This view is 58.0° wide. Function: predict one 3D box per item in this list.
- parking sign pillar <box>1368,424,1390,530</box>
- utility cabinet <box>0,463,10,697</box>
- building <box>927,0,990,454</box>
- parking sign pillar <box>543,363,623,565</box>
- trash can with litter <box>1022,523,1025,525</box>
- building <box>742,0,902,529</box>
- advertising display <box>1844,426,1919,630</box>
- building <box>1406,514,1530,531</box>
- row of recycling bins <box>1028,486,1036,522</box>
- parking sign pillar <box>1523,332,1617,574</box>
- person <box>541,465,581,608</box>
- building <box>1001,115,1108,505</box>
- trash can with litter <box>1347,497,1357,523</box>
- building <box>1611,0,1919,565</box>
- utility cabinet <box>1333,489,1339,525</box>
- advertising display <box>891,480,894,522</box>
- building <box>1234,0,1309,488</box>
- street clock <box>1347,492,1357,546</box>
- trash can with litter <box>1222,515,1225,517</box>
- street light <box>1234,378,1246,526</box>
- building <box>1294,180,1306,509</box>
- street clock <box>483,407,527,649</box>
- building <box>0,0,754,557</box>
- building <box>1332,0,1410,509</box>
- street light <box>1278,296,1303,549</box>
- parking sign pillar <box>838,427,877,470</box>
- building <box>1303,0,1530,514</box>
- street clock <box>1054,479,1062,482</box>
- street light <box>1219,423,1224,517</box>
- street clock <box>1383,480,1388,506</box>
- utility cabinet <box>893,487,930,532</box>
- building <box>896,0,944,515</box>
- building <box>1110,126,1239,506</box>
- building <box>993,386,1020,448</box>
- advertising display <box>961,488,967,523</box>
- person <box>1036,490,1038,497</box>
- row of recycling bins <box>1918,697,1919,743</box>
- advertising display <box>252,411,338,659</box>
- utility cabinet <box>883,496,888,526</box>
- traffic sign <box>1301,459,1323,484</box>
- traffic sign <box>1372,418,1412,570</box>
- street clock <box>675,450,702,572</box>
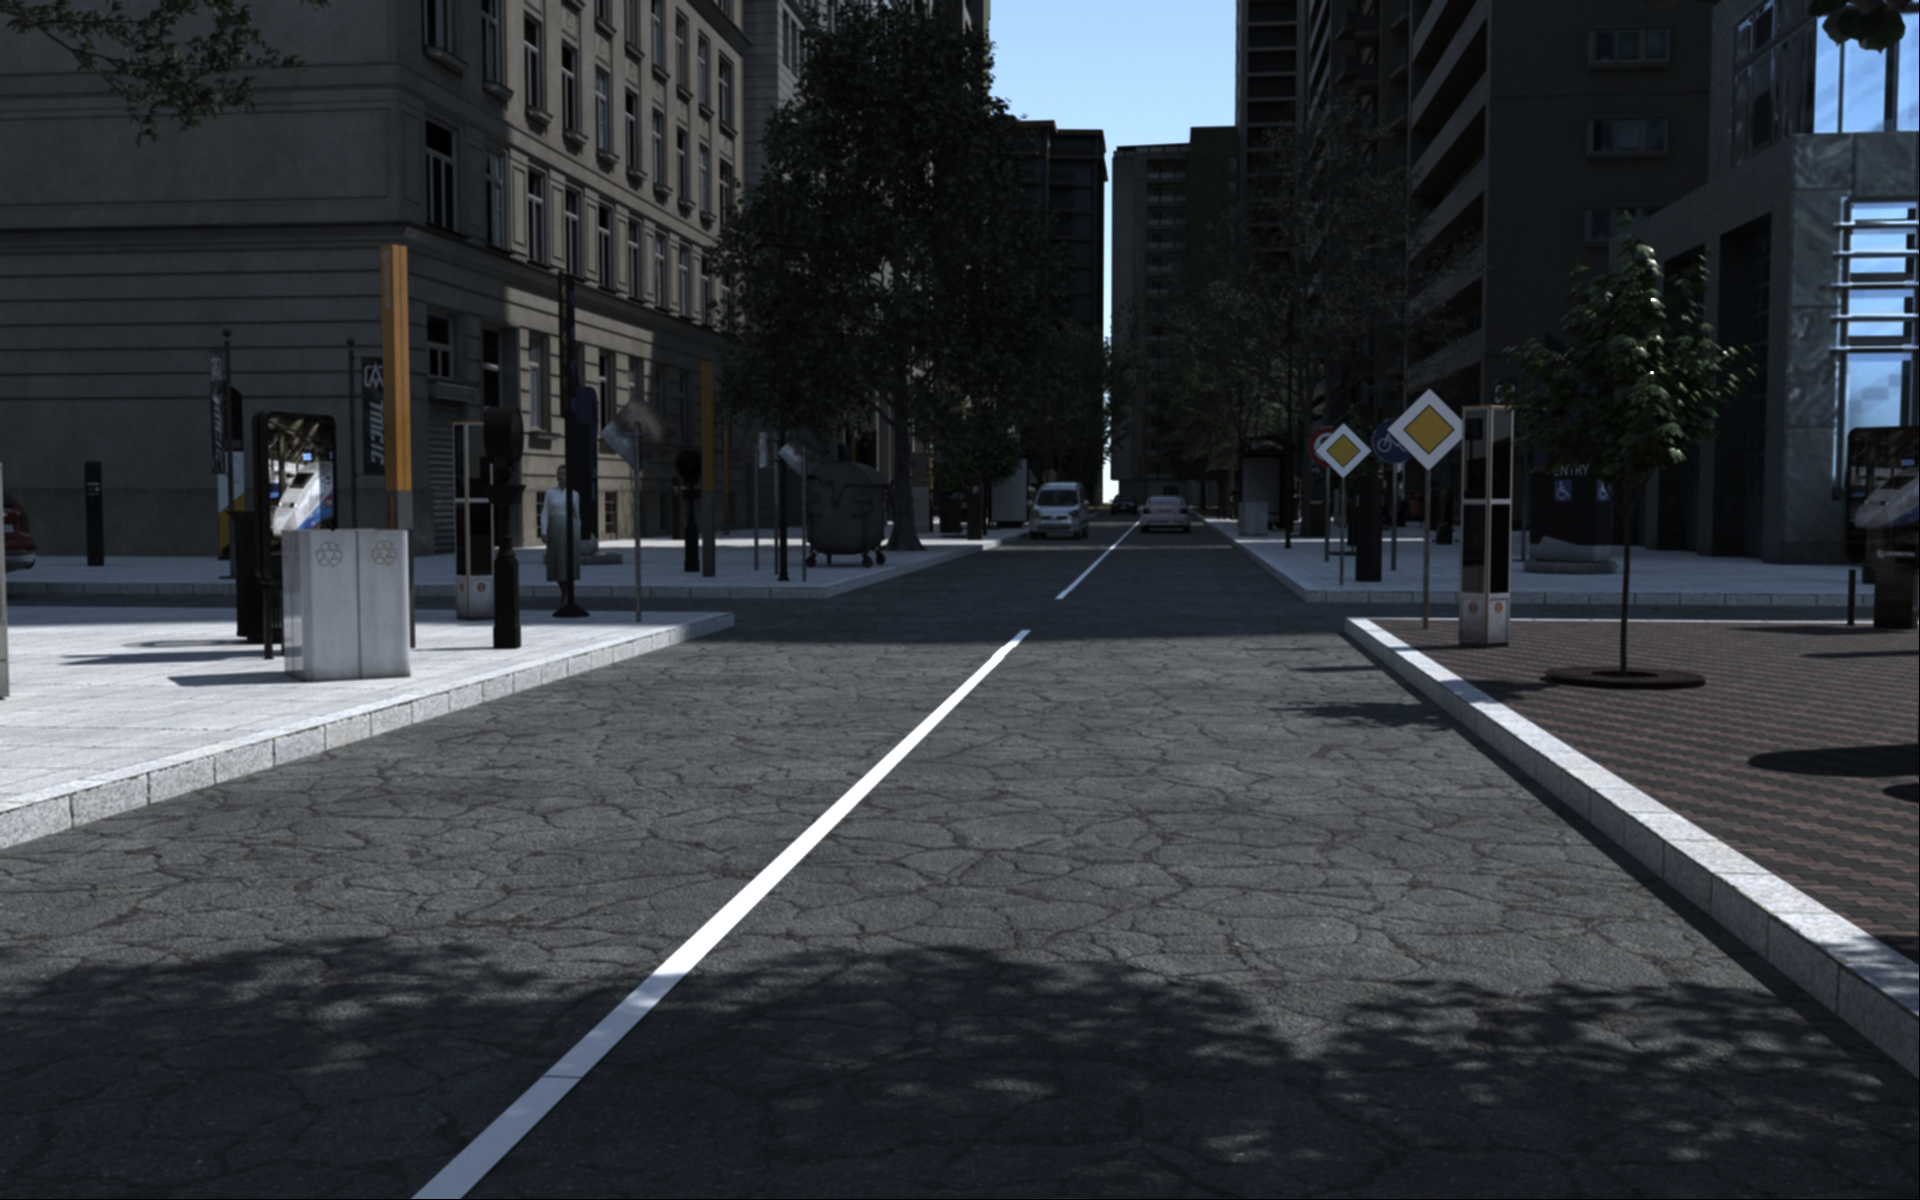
[{"bbox_3d":[14.640,-4.485,61.803,1.447,3.967,1.447,1,4,17],"label":"parking sign pillar"},{"bbox_3d":[-6.477,-0.112,10.511,1.173,1.500,0.318,-3,4,-37],"label":"utility cabinet"},{"bbox_3d":[-5.439,-27.224,128.703,14.154,41.232,14.086,0,4,7],"label":"building"},{"bbox_3d":[-6.945,-2.649,31.785,1.447,3.967,1.447,0,4,-5],"label":"parking sign pillar"},{"bbox_3d":[2.252,-3.674,71.451,0.624,1.170,1.055,-3,5,-43],"label":"trash can with litter"},{"bbox_3d":[-10.200,-18.396,78.273,11.434,29.767,29.804,0,4,7],"label":"building"},{"bbox_3d":[8.942,-0.690,16.502,0.123,1.923,0.974,-2,4,-35],"label":"advertising display"},{"bbox_3d":[30.134,-27.199,68.408,21.300,48.544,21.600,0,4,7],"label":"building"},{"bbox_3d":[3.069,-4.556,81.607,1.069,1.692,3.534,0,4,5],"label":"row of recycling bins"},{"bbox_3d":[9.976,-2.432,28.241,1.447,3.967,1.447,-2,4,-31],"label":"parking sign pillar"},{"bbox_3d":[-5.017,-0.804,21.876,0.478,1.798,0.641,0,4,-1],"label":"person"},{"bbox_3d":[2.613,-33.562,203.360,28.867,44.769,22.147,0,4,7],"label":"building"},{"bbox_3d":[17.387,-3.971,76.316,0.624,1.170,1.055,-1,4,-14],"label":"trash can with litter"},{"bbox_3d":[31.591,-44.361,37.979,31.000,86.520,22.319,0,4,7],"label":"building"},{"bbox_3d":[15.603,-3.829,71.291,0.318,1.500,1.173,1,4,21],"label":"utility cabinet"},{"bbox_3d":[-2.913,-4.499,78.766,0.123,1.923,0.974,1,4,18],"label":"advertising display"},{"bbox_3d":[41.790,-46.381,196.574,20.611,71.187,20.563,0,4,7],"label":"building"},{"bbox_3d":[9.721,-2.340,42.827,0.471,2.002,0.358,-2,4,-26],"label":"street clock"},{"bbox_3d":[15.148,-5.132,94.966,1.678,1.210,2.233,-3,5,-43],"label":"trash can with litter"},{"bbox_3d":[11.158,-5.889,69.070,0.468,5.910,1.993,0,4,7],"label":"street light"},{"bbox_3d":[37.433,-23.602,157.589,14.160,30.474,14.107,0,4,7],"label":"building"},{"bbox_3d":[-3.776,-0.600,14.388,0.358,2.002,0.471,0,4,-2],"label":"street clock"},{"bbox_3d":[-16.651,-13.204,49.163,16.112,22.955,30.059,0,4,7],"label":"building"},{"bbox_3d":[36.386,-28.094,113.963,22.147,44.769,28.867,0,4,7],"label":"building"},{"bbox_3d":[7.734,-4.152,40.671,0.468,5.910,1.993,0,4,7],"label":"street light"},{"bbox_3d":[-4.129,-5.103,71.899,1.447,3.967,1.447,-1,4,-11],"label":"parking sign pillar"},{"bbox_3d":[39.444,-31.508,138.849,21.300,48.544,21.600,0,4,7],"label":"building"},{"bbox_3d":[4.826,-4.921,85.023,0.471,2.002,0.358,-2,4,-31],"label":"street clock"},{"bbox_3d":[14.750,-7.647,97.813,0.468,5.910,1.993,0,4,7],"label":"street light"},{"bbox_3d":[21.123,-5.010,86.486,0.471,2.002,0.358,-3,5,-44],"label":"street clock"},{"bbox_3d":[-1.599,-2.965,57.162,1.173,1.500,0.318,0,4,6],"label":"utility cabinet"},{"bbox_3d":[-10.663,-41.140,110.885,20.563,71.187,20.611,0,4,7],"label":"building"},{"bbox_3d":[24.177,-31.359,196.319,14.086,41.232,14.154,0,4,7],"label":"building"},{"bbox_3d":[-10.918,-51.660,157.309,31.000,86.520,22.319,0,4,7],"label":"building"},{"bbox_3d":[0.200,-4.430,77.645,0.974,1.923,0.123,0,4,-5],"label":"advertising display"},{"bbox_3d":[8.163,-10.576,181.517,0.705,1.812,1.348,-1,4,-10],"label":"person"},{"bbox_3d":[5.399,-0.005,7.200,1.069,1.692,3.534,0,4,-6],"label":"row of recycling bins"},{"bbox_3d":[-5.290,-0.527,13.835,0.123,1.923,0.974,1,4,12],"label":"advertising display"},{"bbox_3d":[-3.345,-3.575,69.605,0.306,1.237,1.020,-3,5,-42],"label":"utility cabinet"},{"bbox_3d":[11.977,-3.594,58.873,0.768,2.556,0.104,1,4,13],"label":"traffic sign"},{"bbox_3d":[7.287,-1.769,29.031,0.768,2.556,0.104,1,4,14],"label":"traffic sign"},{"bbox_3d":[-4.432,-1.469,28.589,0.471,2.002,0.358,1,4,18],"label":"street clock"}]
